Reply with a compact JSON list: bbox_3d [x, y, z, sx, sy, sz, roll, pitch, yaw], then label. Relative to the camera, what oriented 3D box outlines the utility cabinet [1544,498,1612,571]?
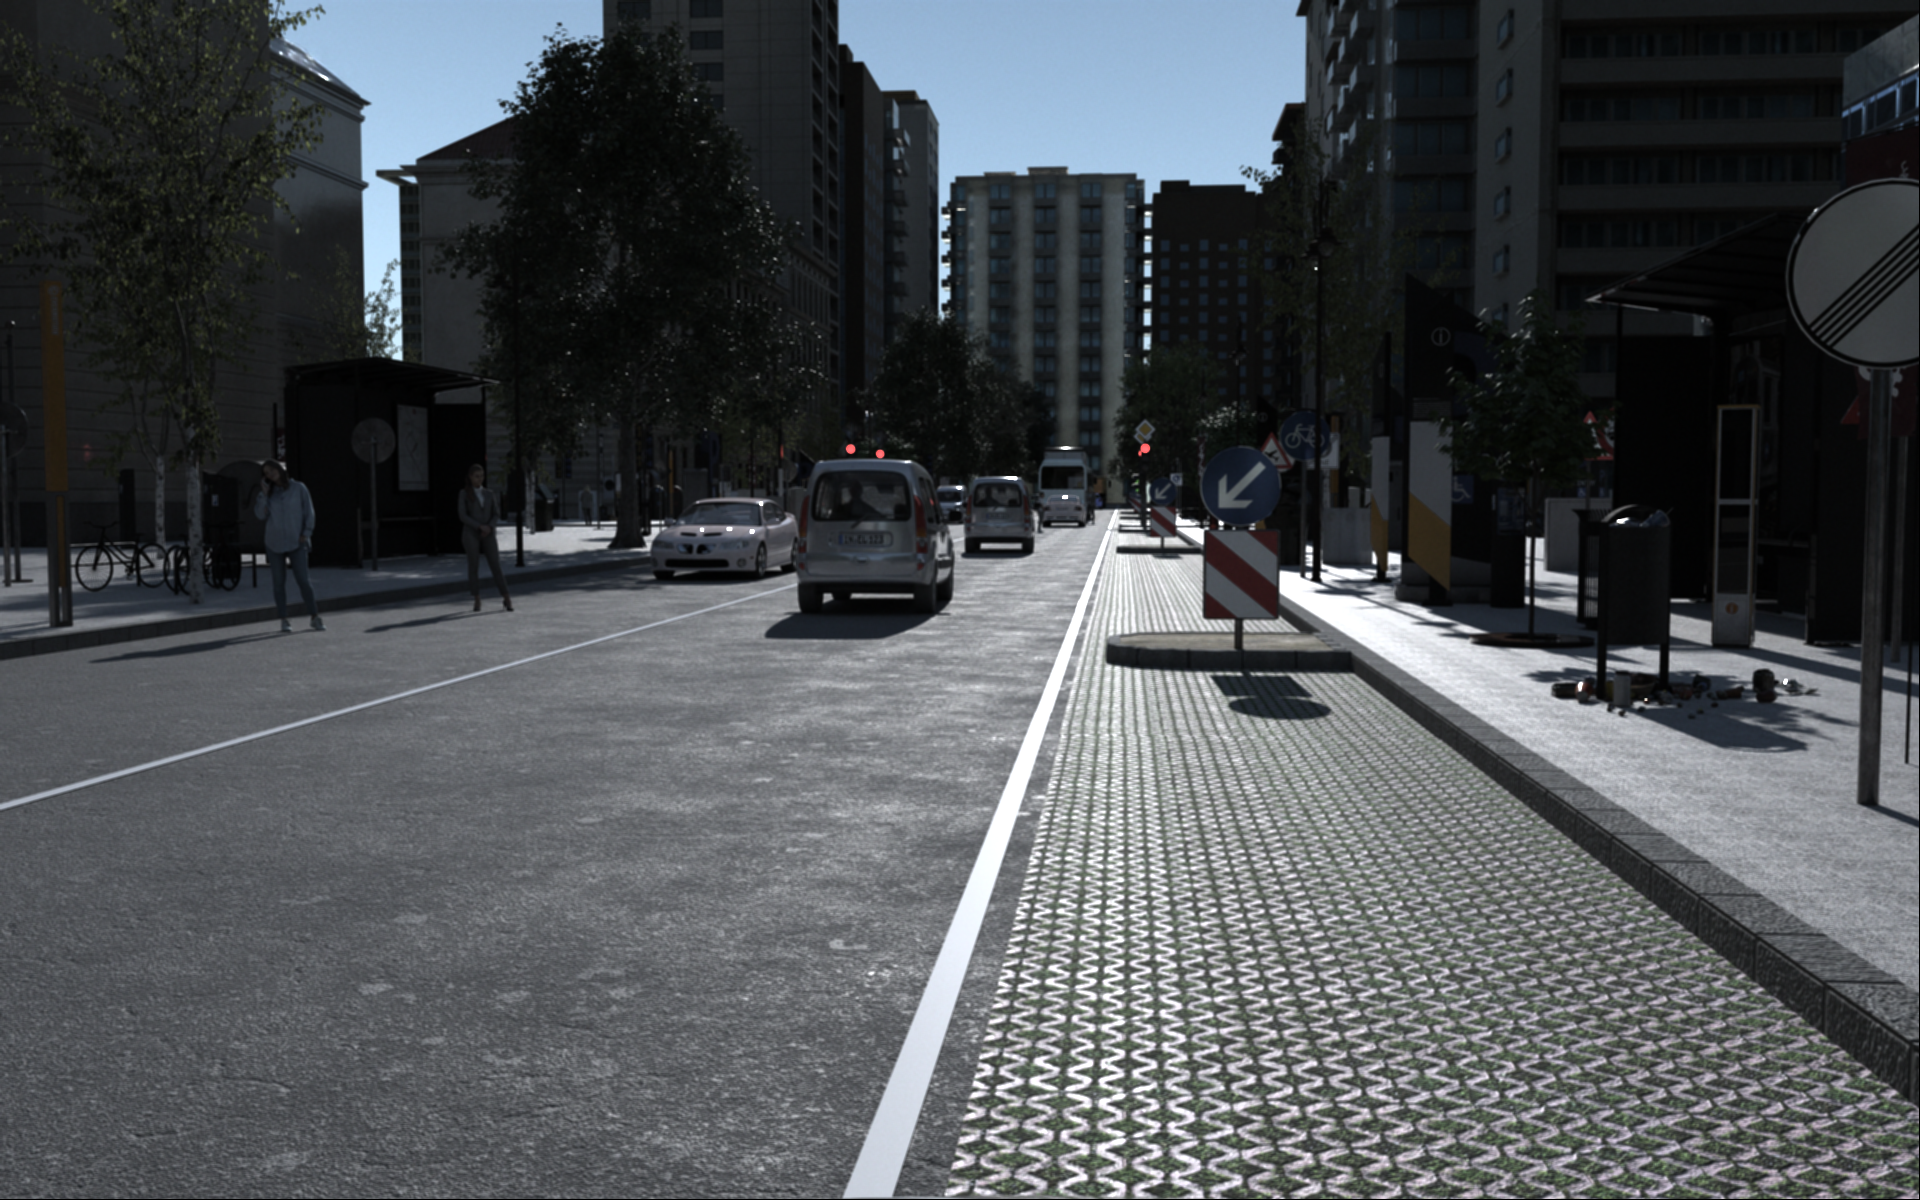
[{"bbox_3d":[10.289,-1.082,28.858,1.020,1.237,0.306,0,4,7],"label":"utility cabinet"}]

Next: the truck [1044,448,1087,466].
[{"bbox_3d":[6.872,-7.477,111.158,2.839,4.237,11.283,0,4,5],"label":"truck"}]

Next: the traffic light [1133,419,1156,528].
[{"bbox_3d":[6.888,-4.633,64.662,0.839,4.253,0.868,0,4,5],"label":"traffic light"}]

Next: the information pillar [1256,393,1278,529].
[{"bbox_3d":[7.096,-2.985,40.158,0.504,3.616,0.183,1,4,21],"label":"information pillar"}]

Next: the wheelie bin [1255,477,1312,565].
[{"bbox_3d":[5.942,-1.433,31.339,0.980,1.594,0.693,-3,4,-37],"label":"wheelie bin"}]

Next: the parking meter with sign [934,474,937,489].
[{"bbox_3d":[-1.235,-8.890,141.610,1.738,3.016,0.543,-1,4,-18],"label":"parking meter with sign"}]

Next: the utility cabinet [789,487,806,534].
[{"bbox_3d":[-5.236,-2.855,55.362,0.318,1.500,1.173,-1,4,-15],"label":"utility cabinet"}]

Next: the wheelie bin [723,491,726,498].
[{"bbox_3d":[-11.902,-4.733,85.297,0.693,1.594,0.980,-1,4,-18],"label":"wheelie bin"}]

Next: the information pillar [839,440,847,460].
[{"bbox_3d":[-5.105,-5.163,75.764,0.504,3.616,0.183,3,5,44],"label":"information pillar"}]

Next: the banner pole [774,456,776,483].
[{"bbox_3d":[-12.108,-7.541,113.313,0.401,3.779,0.863,0,4,-4],"label":"banner pole"}]

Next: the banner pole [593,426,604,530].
[{"bbox_3d":[-13.059,-4.456,62.873,0.401,3.779,0.863,0,4,7],"label":"banner pole"}]

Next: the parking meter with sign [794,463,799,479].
[{"bbox_3d":[-9.483,-6.193,97.519,0.543,3.016,1.738,-1,4,-16],"label":"parking meter with sign"}]

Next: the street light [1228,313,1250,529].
[{"bbox_3d":[7.108,-4.373,44.286,0.468,5.910,1.993,0,4,5],"label":"street light"}]

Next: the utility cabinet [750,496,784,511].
[{"bbox_3d":[-5.990,-2.608,53.803,1.020,1.237,0.306,-1,4,-21],"label":"utility cabinet"}]

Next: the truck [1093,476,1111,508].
[{"bbox_3d":[14.222,-11.488,183.754,3.469,3.379,9.791,0,4,6],"label":"truck"}]

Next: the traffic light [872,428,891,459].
[{"bbox_3d":[-3.332,-5.180,73.619,0.839,4.253,0.868,0,4,5],"label":"traffic light"}]

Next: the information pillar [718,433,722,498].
[{"bbox_3d":[-9.316,-4.576,66.179,0.504,3.616,0.183,-1,4,-13],"label":"information pillar"}]

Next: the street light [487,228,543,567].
[{"bbox_3d":[-7.770,-3.524,30.409,0.468,5.910,1.993,0,4,5],"label":"street light"}]

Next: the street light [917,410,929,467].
[{"bbox_3d":[-1.985,-7.346,92.900,0.468,5.910,1.993,0,4,5],"label":"street light"}]

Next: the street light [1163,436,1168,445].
[{"bbox_3d":[13.111,-8.282,108.199,0.468,5.910,1.993,0,4,5],"label":"street light"}]

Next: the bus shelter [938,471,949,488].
[{"bbox_3d":[-0.717,-8.612,134.736,2.014,3.302,5.546,0,4,5],"label":"bus shelter"}]

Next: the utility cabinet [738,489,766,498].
[{"bbox_3d":[-8.943,-4.018,74.378,1.173,1.500,0.318,-1,4,-17],"label":"utility cabinet"}]

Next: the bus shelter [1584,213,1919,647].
[{"bbox_3d":[7.969,-1.605,17.520,1.731,3.624,6.357,0,4,5],"label":"bus shelter"}]

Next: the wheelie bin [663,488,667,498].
[{"bbox_3d":[-15.916,-5.118,91.595,0.980,1.594,0.693,-1,4,-18],"label":"wheelie bin"}]

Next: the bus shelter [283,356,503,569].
[{"bbox_3d":[-10.517,-2.534,32.716,1.731,3.624,6.357,0,4,5],"label":"bus shelter"}]

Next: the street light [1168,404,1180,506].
[{"bbox_3d":[11.011,-7.080,88.553,0.468,5.910,1.993,0,4,5],"label":"street light"}]

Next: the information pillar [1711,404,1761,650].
[{"bbox_3d":[6.458,-0.607,14.412,0.304,2.012,0.304,2,4,30],"label":"information pillar"}]

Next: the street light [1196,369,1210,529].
[{"bbox_3d":[8.945,-5.574,63.918,0.468,5.910,1.993,0,4,5],"label":"street light"}]

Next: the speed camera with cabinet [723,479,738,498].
[{"bbox_3d":[-11.888,-5.862,90.173,0.660,3.252,2.038,-3,5,-44],"label":"speed camera with cabinet"}]

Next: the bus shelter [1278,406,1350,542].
[{"bbox_3d":[9.924,-3.557,49.443,1.731,3.624,6.357,0,4,5],"label":"bus shelter"}]

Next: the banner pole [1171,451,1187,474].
[{"bbox_3d":[12.818,-6.746,100.309,0.863,3.779,0.401,0,4,2],"label":"banner pole"}]

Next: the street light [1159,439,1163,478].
[{"bbox_3d":[14.887,-9.487,127.896,0.468,5.910,1.993,0,4,5],"label":"street light"}]

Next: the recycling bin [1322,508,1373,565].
[{"bbox_3d":[7.115,-1.176,31.786,0.722,1.027,0.722,2,4,34],"label":"recycling bin"}]

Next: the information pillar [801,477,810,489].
[{"bbox_3d":[-7.691,-4.988,86.038,0.304,2.012,0.304,-2,4,-28],"label":"information pillar"}]

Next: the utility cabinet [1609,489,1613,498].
[{"bbox_3d":[30.934,-4.461,81.622,0.318,1.500,1.173,3,5,39],"label":"utility cabinet"}]

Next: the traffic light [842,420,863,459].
[{"bbox_3d":[-4.077,-4.694,65.669,0.839,4.253,0.868,0,4,5],"label":"traffic light"}]

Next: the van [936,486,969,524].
[{"bbox_3d":[-0.491,-4.731,84.366,2.013,2.044,4.112,0,4,7],"label":"van"}]

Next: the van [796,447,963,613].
[{"bbox_3d":[-1.013,-0.930,22.212,2.013,2.044,4.112,0,4,4],"label":"van"}]

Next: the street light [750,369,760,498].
[{"bbox_3d":[-5.974,-4.704,49.692,0.468,5.910,1.993,0,4,5],"label":"street light"}]

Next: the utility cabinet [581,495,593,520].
[{"bbox_3d":[-18.425,-4.543,85.440,0.306,1.237,1.020,-2,4,-29],"label":"utility cabinet"}]

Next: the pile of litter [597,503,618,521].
[{"bbox_3d":[-16.787,-4.202,82.666,1.176,0.858,1.719,0,4,6],"label":"pile of litter"}]

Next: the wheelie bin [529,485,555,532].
[{"bbox_3d":[-14.398,-3.160,59.571,0.693,1.594,0.980,1,4,11],"label":"wheelie bin"}]

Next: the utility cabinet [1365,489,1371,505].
[{"bbox_3d":[19.018,-4.411,80.792,0.318,1.500,1.173,-1,4,-17],"label":"utility cabinet"}]

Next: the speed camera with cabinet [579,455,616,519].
[{"bbox_3d":[-18.340,-5.733,88.063,2.038,3.252,0.660,1,4,13],"label":"speed camera with cabinet"}]

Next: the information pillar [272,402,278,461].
[{"bbox_3d":[-17.594,-3.254,44.554,0.183,3.616,0.504,-2,4,-25],"label":"information pillar"}]

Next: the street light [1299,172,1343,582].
[{"bbox_3d":[5.233,-3.210,25.272,0.468,5.910,1.993,0,4,5],"label":"street light"}]

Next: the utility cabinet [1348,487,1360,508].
[{"bbox_3d":[12.063,-2.800,54.453,1.173,1.500,0.318,-2,4,-35],"label":"utility cabinet"}]

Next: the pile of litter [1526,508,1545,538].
[{"bbox_3d":[17.475,-2.291,51.424,1.719,0.858,1.176,-2,4,-34],"label":"pile of litter"}]

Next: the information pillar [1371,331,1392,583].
[{"bbox_3d":[6.119,-2.069,25.181,0.183,3.616,0.504,0,4,-8],"label":"information pillar"}]

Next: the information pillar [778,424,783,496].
[{"bbox_3d":[-5.865,-3.995,56.669,0.183,3.616,0.504,0,4,1],"label":"information pillar"}]

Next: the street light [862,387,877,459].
[{"bbox_3d":[-3.836,-6.185,73.912,0.468,5.910,1.993,0,4,5],"label":"street light"}]

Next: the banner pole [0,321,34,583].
[{"bbox_3d":[-13.820,-2.135,24.920,0.401,3.779,0.863,2,4,24],"label":"banner pole"}]

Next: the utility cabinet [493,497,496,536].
[{"bbox_3d":[-13.972,-2.468,51.517,0.306,1.237,1.020,-1,4,-18],"label":"utility cabinet"}]

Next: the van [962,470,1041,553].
[{"bbox_3d":[1.024,-2.237,43.594,2.013,2.044,4.112,0,4,4],"label":"van"}]

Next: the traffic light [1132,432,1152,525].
[{"bbox_3d":[7.633,-5.119,72.613,0.839,4.253,0.868,0,4,5],"label":"traffic light"}]

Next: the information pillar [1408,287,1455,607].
[{"bbox_3d":[5.398,-1.739,19.787,0.504,3.616,0.183,1,4,17],"label":"information pillar"}]

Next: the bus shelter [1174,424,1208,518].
[{"bbox_3d":[12.928,-7.215,95.603,2.179,5.291,8.768,0,4,5],"label":"bus shelter"}]
